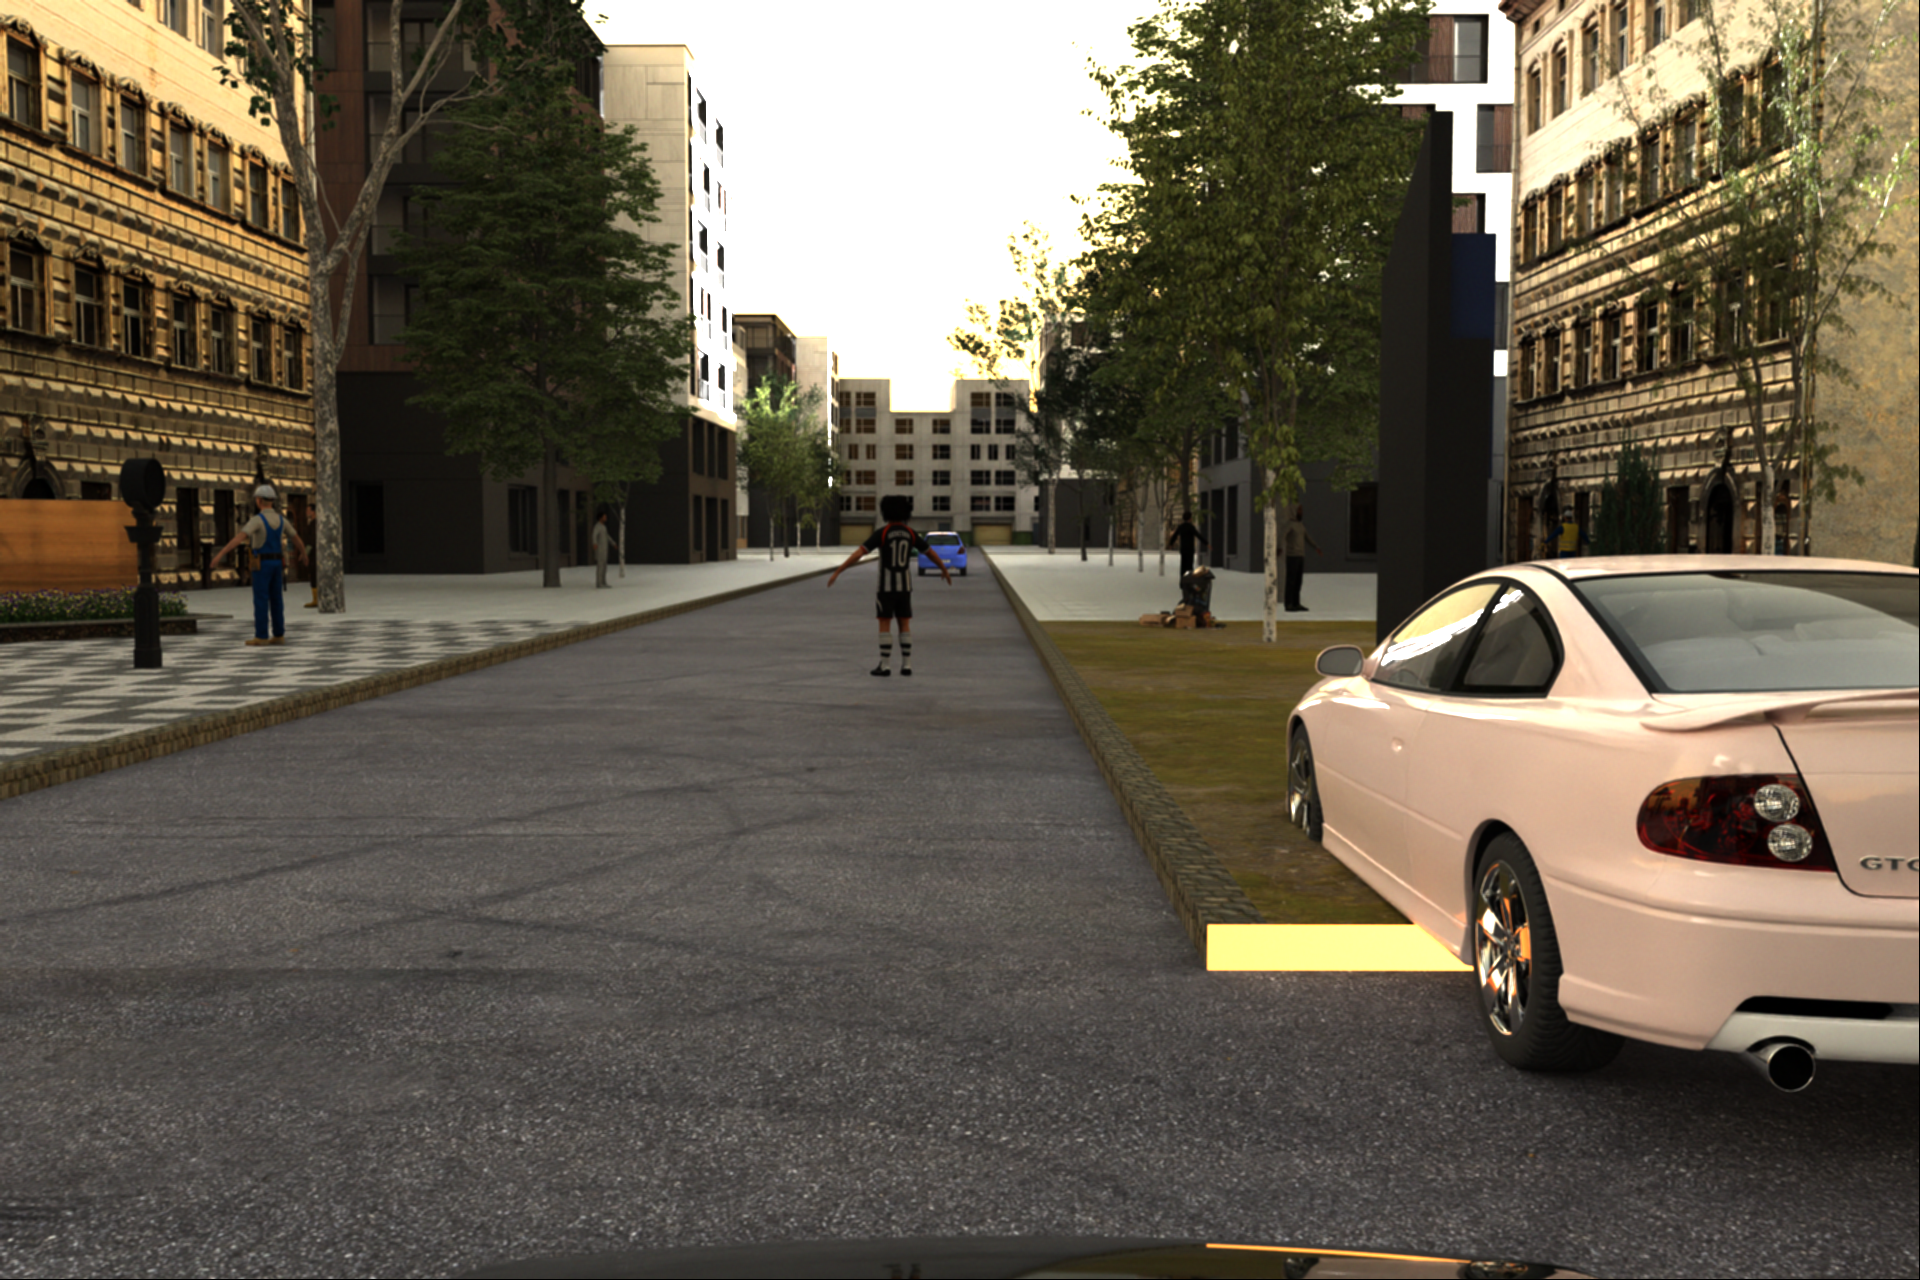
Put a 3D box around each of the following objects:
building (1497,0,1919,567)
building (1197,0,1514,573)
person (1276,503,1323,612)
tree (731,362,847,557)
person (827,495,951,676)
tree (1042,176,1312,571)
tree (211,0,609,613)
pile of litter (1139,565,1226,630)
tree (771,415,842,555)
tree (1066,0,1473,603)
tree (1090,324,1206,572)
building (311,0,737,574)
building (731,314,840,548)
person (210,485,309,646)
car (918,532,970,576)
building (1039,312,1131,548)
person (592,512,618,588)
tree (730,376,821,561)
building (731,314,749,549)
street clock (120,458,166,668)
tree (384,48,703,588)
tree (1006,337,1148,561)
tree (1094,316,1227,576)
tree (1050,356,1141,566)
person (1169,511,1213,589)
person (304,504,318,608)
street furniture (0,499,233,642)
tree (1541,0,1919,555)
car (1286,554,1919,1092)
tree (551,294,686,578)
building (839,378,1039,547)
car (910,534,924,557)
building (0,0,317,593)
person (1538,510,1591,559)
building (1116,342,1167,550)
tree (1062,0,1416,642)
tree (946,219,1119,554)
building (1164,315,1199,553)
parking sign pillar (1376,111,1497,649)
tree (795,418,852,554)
[{"bbox_3d":[25.061,-12.829,40.688,19.493,23.208,18.063,0,4,0],"label":"building"},{"bbox_3d":[23.617,-13.949,72.044,27.936,21.610,32.646,0,4,1],"label":"building"},{"bbox_3d":[5.588,-1.385,28.779,0.705,1.813,1.348,3,5,43],"label":"person"},{"bbox_3d":[-9.837,-9.805,94.728,7.601,10.594,8.767,-2,4,-25],"label":"tree"},{"bbox_3d":[-0.676,-0.546,17.532,1.345,1.843,0.704,-2,4,-24],"label":"person"},{"bbox_3d":[5.617,-6.738,44.572,7.601,10.594,8.767,0,4,-5],"label":"tree"},{"bbox_3d":[-9.039,-10.447,26.694,12.611,20.169,13.585,0,3,0],"label":"tree"},{"bbox_3d":[3.078,-0.616,24.044,1.176,0.858,1.719,0,4,-2],"label":"pile of litter"},{"bbox_3d":[-9.476,-9.394,103.959,4.737,8.622,4.395,0,3,0],"label":"tree"},{"bbox_3d":[5.884,-7.000,32.579,7.486,12.596,7.792,0,3,0],"label":"tree"},{"bbox_3d":[5.963,-6.574,57.854,4.360,8.622,3.978,0,3,0],"label":"tree"},{"bbox_3d":[-25.392,-13.867,70.693,27.936,21.610,32.646,0,4,1],"label":"building"},{"bbox_3d":[-27.454,-20.384,177.244,27.936,21.610,32.646,0,4,1],"label":"building"},{"bbox_3d":[-8.030,-0.866,20.023,0.705,1.847,1.347,2,4,28],"label":"person"},{"bbox_3d":[-0.613,-3.113,60.486,1.945,1.707,3.694,0,4,-1],"label":"car"},{"bbox_3d":[21.834,-20.308,176.004,27.936,21.610,32.646,0,4,0],"label":"building"},{"bbox_3d":[-8.486,-2.139,41.166,0.705,1.806,1.347,1,4,10],"label":"person"},{"bbox_3d":[-8.657,-8.030,81.658,4.737,8.622,4.395,0,3,0],"label":"tree"},{"bbox_3d":[-24.623,-17.757,146.744,16.016,20.090,11.380,0,4,1],"label":"building"},{"bbox_3d":[-7.800,-0.735,16.583,0.358,2.002,0.471,0,3,0],"label":"street clock"},{"bbox_3d":[-10.273,-7.551,41.581,7.486,12.596,7.792,0,3,0],"label":"tree"},{"bbox_3d":[5.619,-9.069,82.683,7.601,10.594,8.767,1,4,12],"label":"tree"},{"bbox_3d":[6.090,-6.217,52.017,4.737,8.622,4.395,0,3,0],"label":"tree"},{"bbox_3d":[6.088,-7.243,68.779,4.360,8.622,3.978,0,3,0],"label":"tree"},{"bbox_3d":[5.311,-2.087,40.302,0.705,1.806,1.347,-3,4,-38],"label":"person"},{"bbox_3d":[-11.307,-1.475,30.257,0.704,1.812,1.346,-1,4,-17],"label":"person"},{"bbox_3d":[-14.449,-0.850,20.748,11.010,1.723,9.812,3,4,36],"label":"street furniture"},{"bbox_3d":[9.517,-4.246,19.786,4.360,8.622,3.978,0,3,0],"label":"tree"},{"bbox_3d":[2.381,0.389,6.004,2.083,1.381,4.827,0,3,0],"label":"car"},{"bbox_3d":[-9.926,-6.131,50.608,4.360,8.622,3.978,0,3,0],"label":"tree"},{"bbox_3d":[-0.888,-20.475,203.672,31.486,18.905,16.747,0,4,-3],"label":"building"},{"bbox_3d":[-2.715,-5.041,94.211,2.131,1.459,4.920,0,4,1],"label":"car"},{"bbox_3d":[-26.559,-12.626,37.366,19.493,23.208,18.063,0,4,0],"label":"building"},{"bbox_3d":[14.217,-2.115,40.551,1.349,1.833,0.705,-1,4,-8],"label":"person"},{"bbox_3d":[23.402,-19.338,147.105,19.493,23.208,18.063,0,4,0],"label":"building"},{"bbox_3d":[3.461,-4.277,20.294,4.737,8.622,4.395,0,3,0],"label":"tree"},{"bbox_3d":[4.459,-15.378,107.319,12.611,20.169,13.585,0,3,0],"label":"tree"},{"bbox_3d":[25.526,-18.187,128.289,19.493,23.208,18.063,0,4,0],"label":"building"},{"bbox_3d":[3.207,-1.425,11.779,1.447,3.967,1.447,0,4,0],"label":"parking sign pillar"},{"bbox_3d":[-9.022,-9.793,110.484,4.737,8.622,4.395,0,3,0],"label":"tree"}]
